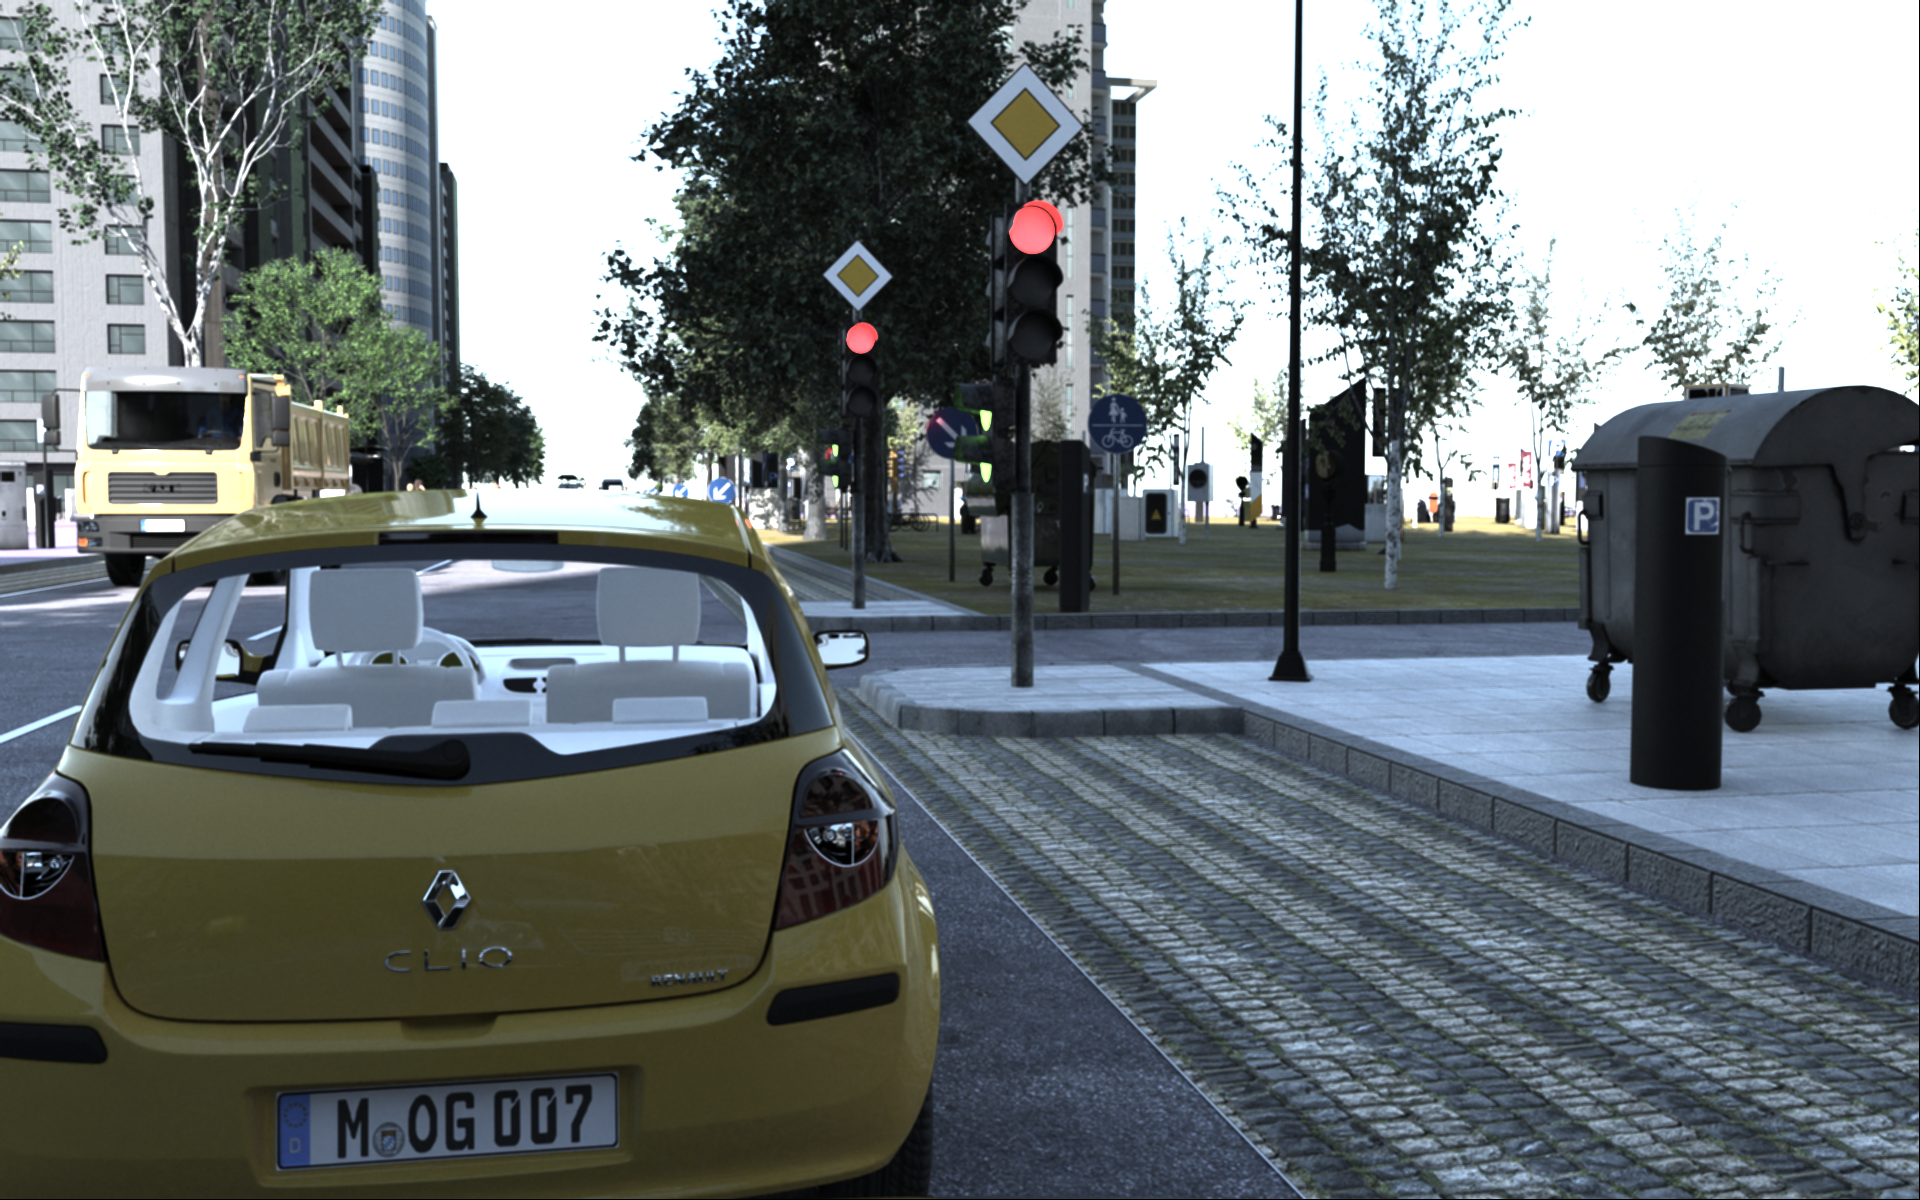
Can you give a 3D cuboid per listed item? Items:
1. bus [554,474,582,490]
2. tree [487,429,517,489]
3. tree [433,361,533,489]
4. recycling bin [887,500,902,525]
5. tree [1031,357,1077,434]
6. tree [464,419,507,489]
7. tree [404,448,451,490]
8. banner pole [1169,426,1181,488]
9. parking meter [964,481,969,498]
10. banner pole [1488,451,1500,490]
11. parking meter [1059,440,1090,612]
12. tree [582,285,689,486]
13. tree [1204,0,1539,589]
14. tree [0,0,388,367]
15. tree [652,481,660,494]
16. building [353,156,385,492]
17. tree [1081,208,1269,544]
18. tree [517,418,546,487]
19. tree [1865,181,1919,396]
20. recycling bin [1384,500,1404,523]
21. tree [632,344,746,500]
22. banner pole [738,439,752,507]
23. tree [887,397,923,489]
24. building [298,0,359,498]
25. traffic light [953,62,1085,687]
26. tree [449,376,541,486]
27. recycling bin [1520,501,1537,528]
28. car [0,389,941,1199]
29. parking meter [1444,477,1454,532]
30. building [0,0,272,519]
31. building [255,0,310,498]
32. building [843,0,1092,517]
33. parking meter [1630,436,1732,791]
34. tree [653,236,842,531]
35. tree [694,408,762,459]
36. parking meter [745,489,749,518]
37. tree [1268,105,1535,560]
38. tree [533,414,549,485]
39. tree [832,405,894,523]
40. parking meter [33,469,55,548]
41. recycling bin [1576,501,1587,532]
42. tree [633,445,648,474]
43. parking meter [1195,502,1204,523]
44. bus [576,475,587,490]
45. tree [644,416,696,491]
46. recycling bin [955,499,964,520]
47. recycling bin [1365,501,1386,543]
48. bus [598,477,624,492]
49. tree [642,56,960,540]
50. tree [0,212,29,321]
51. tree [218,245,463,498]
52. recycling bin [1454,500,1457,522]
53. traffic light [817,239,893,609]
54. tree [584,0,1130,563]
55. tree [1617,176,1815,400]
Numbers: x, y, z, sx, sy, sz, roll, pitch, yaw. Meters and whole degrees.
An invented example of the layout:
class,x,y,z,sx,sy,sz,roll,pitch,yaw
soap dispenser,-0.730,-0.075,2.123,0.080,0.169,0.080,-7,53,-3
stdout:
class,x,y,z,sx,sy,sz,roll,pitch,yaw
bus,-47.854,-13.489,212.097,2.896,3.916,12.252,-1,4,-10
tree,-32.790,-10.702,100.741,9.928,11.665,9.643,0,3,0
tree,-41.416,-14.046,147.771,7.486,12.596,7.792,0,3,0
recycling bin,-2.825,-3.680,72.719,0.722,1.027,0.722,0,4,-5
tree,4.468,-8.744,93.334,4.360,8.622,3.978,0,3,0
tree,-43.161,-12.637,156.974,4.360,8.622,3.978,0,3,0
tree,-37.478,-8.465,122.116,4.285,4.588,4.351,0,3,0
banner pole,7.793,-4.469,63.091,0.401,3.779,0.863,-2,4,-24
parking meter,0.352,-4.349,76.823,0.255,1.863,0.399,2,4,32
banner pole,30.742,-6.720,99.882,0.863,3.779,0.401,0,4,-2
parking meter,1.254,-0.807,18.912,0.255,1.863,0.399,1,4,20
tree,-26.465,-18.141,152.494,12.611,20.169,13.585,0,3,0
tree,5.741,-4.471,23.470,4.360,8.622,3.978,0,3,0
tree,-23.912,-11.931,50.954,12.611,20.169,13.585,0,3,0
tree,-39.283,-14.099,225.113,1.663,3.219,1.824,0,3,0
building,-56.468,-22.800,144.483,14.160,30.474,14.107,-1,4,-11
tree,5.531,-5.750,44.383,4.737,8.622,4.395,0,3,0
tree,-58.519,-18.463,227.623,9.928,11.665,9.643,0,3,0
tree,22.978,-5.500,40.295,4.737,8.622,4.395,0,3,0
recycling bin,19.097,-3.903,76.374,0.722,1.027,0.722,-1,4,-21
tree,-14.620,-10.088,99.347,8.767,10.594,7.601,0,4,-6
banner pole,-8.662,-4.849,69.304,0.863,3.779,0.401,2,4,27
tree,-4.140,-8.734,93.169,4.737,8.622,4.395,0,3,0
building,-56.497,-30.672,125.185,21.300,48.544,21.600,-1,4,-11
traffic light,0.397,-1.378,11.456,0.839,4.253,0.868,-1,4,-11
tree,-49.988,-17.115,186.491,9.857,13.997,8.962,0,3,0
recycling bin,21.478,-3.204,64.943,0.722,1.027,0.722,0,4,0
car,-1.167,0.342,4.634,2.015,1.641,3.980,-1,4,-11
parking meter,16.683,-3.269,59.153,0.255,1.863,0.399,0,4,3
building,-46.275,-19.767,94.892,14.160,30.474,14.107,-1,4,-11
building,-49.656,-25.995,108.605,14.154,41.232,14.086,-1,4,-11
building,-0.574,-25.701,103.799,14.154,41.232,14.086,-1,4,-11
parking meter,3.166,0.048,7.622,0.372,1.533,0.369,0,3,0
tree,-6.408,-8.613,58.957,7.486,12.596,7.792,0,3,0
tree,-12.082,-8.576,90.572,4.737,8.622,4.395,0,3,0
parking meter,-8.529,-3.774,70.116,0.372,1.533,0.369,0,3,0
tree,8.779,-5.090,33.582,4.737,8.622,4.395,0,3,0
tree,-59.659,-19.531,237.461,7.486,12.596,7.792,0,3,0
tree,-5.183,-7.753,77.126,4.360,8.622,3.978,0,3,0
parking meter,-21.817,-2.174,41.250,0.399,1.863,0.255,1,4,11
recycling bin,21.660,-2.867,59.431,0.722,1.027,0.722,-3,4,-38
tree,-41.296,-19.046,237.155,9.928,11.665,9.643,0,3,0
parking meter,10.786,-4.412,77.851,0.399,1.863,0.255,1,4,15
bus,-50.754,-14.534,229.169,2.896,3.916,12.252,-1,4,-11
tree,-22.150,-11.339,135.761,4.360,8.622,3.978,0,3,0
recycling bin,0.158,-4.507,86.246,0.722,1.027,0.722,-3,5,-39
recycling bin,10.918,-2.032,45.784,0.722,1.027,0.722,0,4,5
bus,-41.779,-13.008,207.540,2.948,3.499,13.247,-1,4,-13
tree,-4.109,-8.694,48.797,9.857,13.997,8.962,0,3,0
tree,-18.571,-4.845,29.578,4.737,8.622,4.395,0,3,0
tree,-26.683,-8.913,71.483,9.928,11.665,9.643,0,3,0
recycling bin,22.710,-4.164,80.636,0.722,1.027,0.722,2,4,26
traffic light,-1.157,-1.857,19.289,0.839,4.253,0.868,-1,4,-11
tree,-1.626,-7.050,32.273,9.611,12.733,9.660,0,3,0
tree,17.240,-5.487,40.070,4.360,8.622,3.978,0,3,0
